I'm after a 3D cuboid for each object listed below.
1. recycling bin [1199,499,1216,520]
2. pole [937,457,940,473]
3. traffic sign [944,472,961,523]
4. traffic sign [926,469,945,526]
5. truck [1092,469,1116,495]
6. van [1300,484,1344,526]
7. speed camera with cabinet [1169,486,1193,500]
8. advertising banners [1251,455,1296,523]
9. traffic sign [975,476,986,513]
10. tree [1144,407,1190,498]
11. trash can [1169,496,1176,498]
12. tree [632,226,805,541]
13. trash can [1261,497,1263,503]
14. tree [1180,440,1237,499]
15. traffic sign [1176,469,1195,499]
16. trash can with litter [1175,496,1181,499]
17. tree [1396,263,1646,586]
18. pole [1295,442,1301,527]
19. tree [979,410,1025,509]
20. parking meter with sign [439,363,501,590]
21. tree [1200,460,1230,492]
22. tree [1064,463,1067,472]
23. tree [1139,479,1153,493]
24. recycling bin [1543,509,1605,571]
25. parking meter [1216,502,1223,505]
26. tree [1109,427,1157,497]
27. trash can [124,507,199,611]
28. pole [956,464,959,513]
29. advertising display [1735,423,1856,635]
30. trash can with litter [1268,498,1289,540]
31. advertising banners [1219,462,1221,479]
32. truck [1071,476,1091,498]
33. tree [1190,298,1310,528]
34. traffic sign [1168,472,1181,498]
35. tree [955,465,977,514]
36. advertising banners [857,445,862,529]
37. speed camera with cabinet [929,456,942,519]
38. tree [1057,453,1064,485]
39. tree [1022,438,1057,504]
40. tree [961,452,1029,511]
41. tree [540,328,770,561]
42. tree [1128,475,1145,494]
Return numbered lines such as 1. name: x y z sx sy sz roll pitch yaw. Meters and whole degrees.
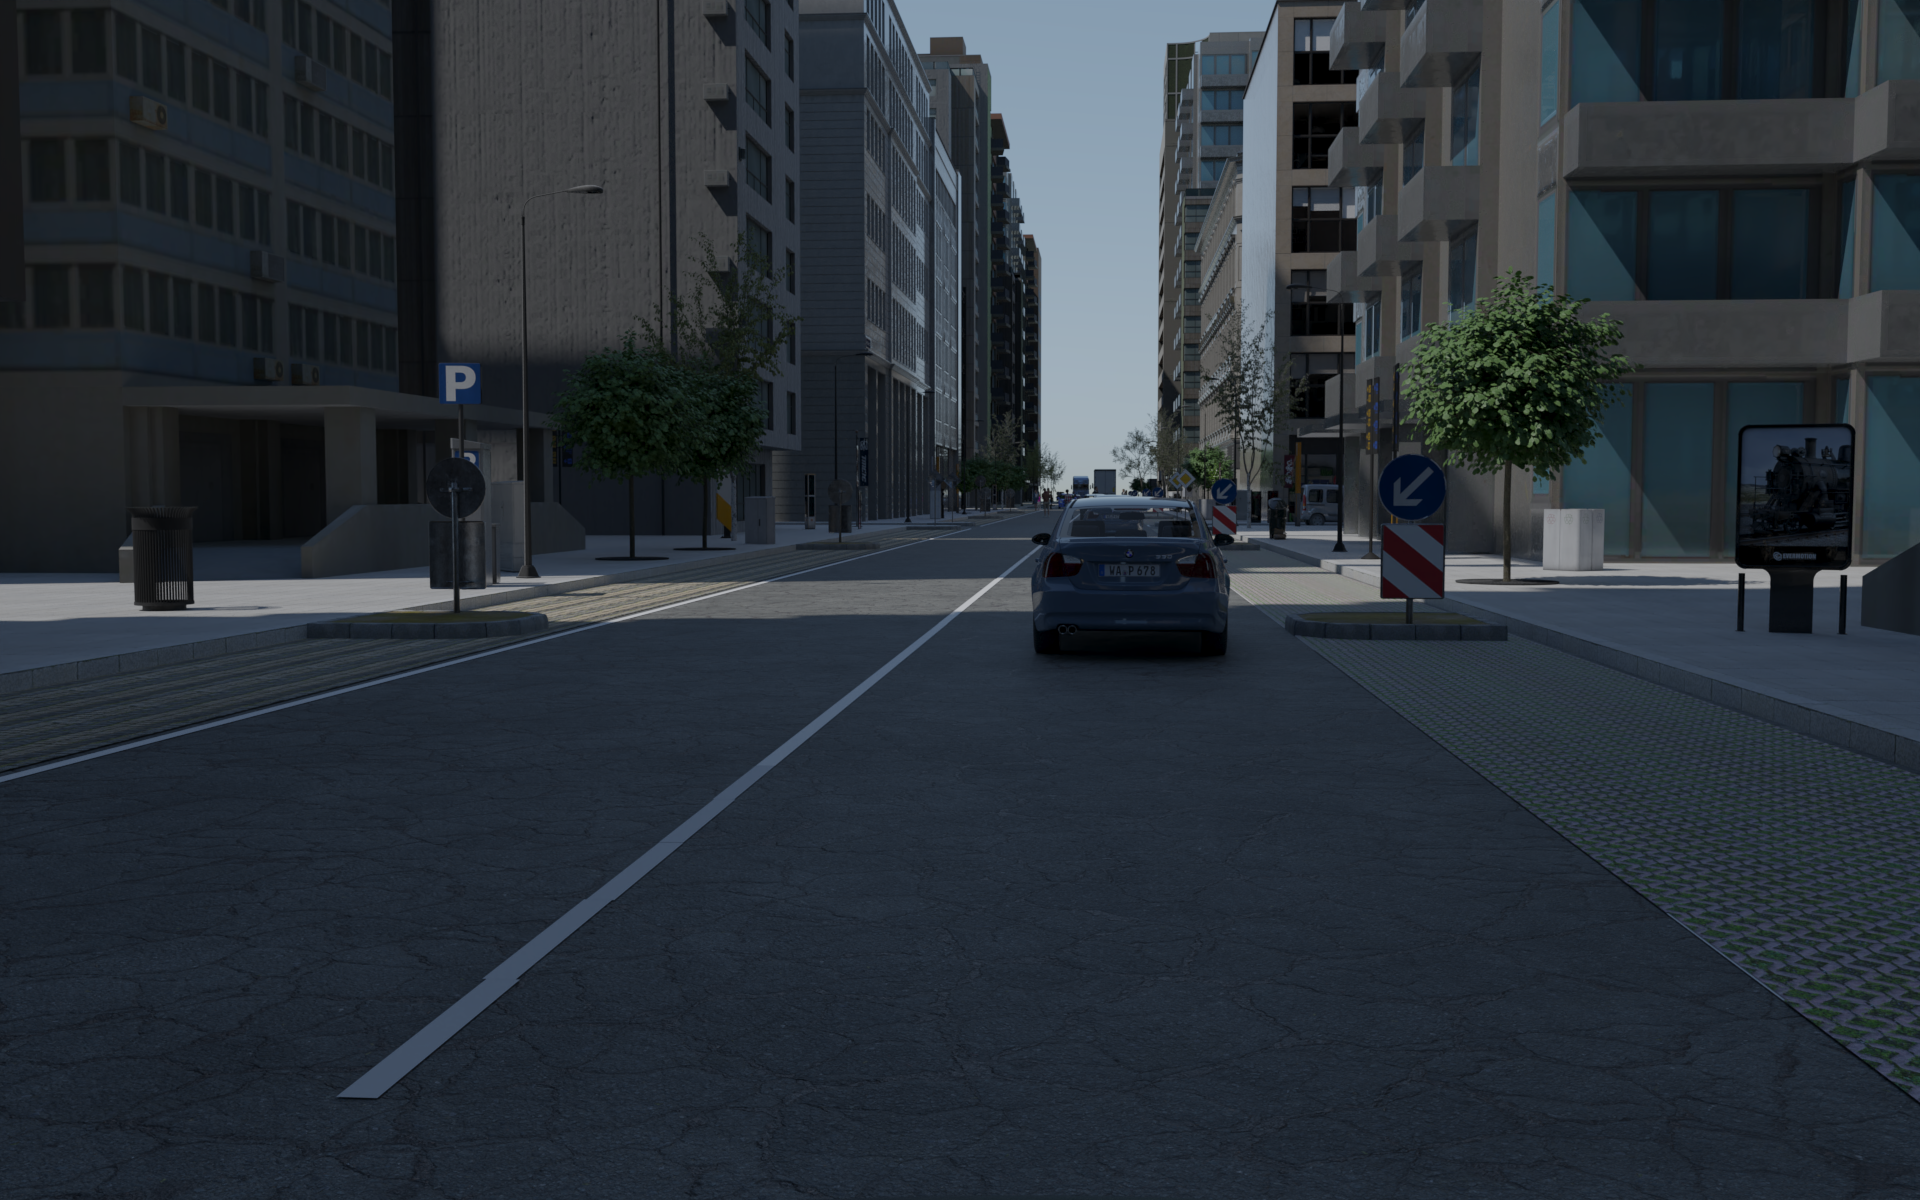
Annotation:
1. recycling bin: 12.317 -4.485 85.890 0.722 1.027 0.722 -1 4 -23
2. pole: -1.190 -6.154 94.456 0.158 3.312 0.155 0 3 0
3. traffic sign: -0.338 -4.547 77.986 0.795 2.450 0.064 0 4 5
4. traffic sign: -1.003 -4.060 70.028 0.795 2.450 0.064 0 4 5
5. truck: 16.632 -12.870 199.340 2.839 4.237 11.283 0 4 4
6. van: 16.339 -4.042 73.098 4.112 2.044 2.013 0 4 3
7. speed camera with cabinet: 19.047 -9.481 149.350 2.038 3.252 0.660 -2 4 -25
8. advertising banners: 13.864 -4.934 76.866 2.074 3.025 0.090 0 4 -4
9. traffic sign: 1.402 -7.321 119.810 0.768 2.556 0.104 1 4 10
10. tree: 17.454 -11.925 145.340 4.360 8.622 3.978 0 3 0
11. trash can: 16.024 -7.251 130.201 0.748 1.137 0.748 0 3 0
12. tree: -6.415 -5.919 47.132 4.737 8.622 4.395 0 3 0
13. trash can: 13.474 -4.130 79.174 0.748 1.137 0.748 0 3 0
14. tree: 15.008 -7.403 104.758 4.285 4.588 4.351 0 3 0
15. traffic sign: 9.004 -4.008 69.174 0.795 2.450 0.064 0 4 5
16. trash can with litter: 15.697 -6.999 125.814 0.624 1.170 1.055 -1 4 -16
17. tree: 7.975 -2.516 24.843 4.285 4.588 4.351 0 3 0
18. pole: 13.349 -4.559 68.381 0.158 3.312 0.155 0 3 0
19. tree: 3.679 -12.276 151.073 4.360 8.622 3.978 0 3 0
20. parking meter with sign: -6.724 -1.694 23.950 0.543 3.016 1.738 0 4 -5
21. tree: 14.376 -6.331 98.116 1.663 3.219 1.824 0 3 0
22. tree: 15.595 -20.764 289.849 4.737 8.622 4.395 0 3 0
23. tree: 23.691 -13.728 219.046 1.663 3.219 1.824 0 3 0
24. recycling bin: 10.324 -1.014 29.140 0.722 1.027 0.722 -2 4 -34
25. parking meter: 11.779 -4.463 78.686 0.399 1.863 0.255 1 4 10
26. tree: 25.054 -18.609 238.670 8.767 10.594 7.601 -3 5 -40
27. trash can: -8.816 -0.459 19.163 0.748 1.137 0.748 0 3 0
28. pole: -0.172 -7.534 117.027 0.158 3.312 0.155 0 3 0
29. advertising display: 7.678 -0.657 15.958 0.974 1.923 0.123 2 4 24
30. trash can with litter: 9.069 -2.300 48.990 0.624 1.170 1.055 0 4 0
31. advertising banners: 14.035 -6.007 94.408 0.090 3.025 2.074 1 4 18
32. truck: 18.164 -16.679 262.465 2.967 4.110 18.799 0 4 3
33. tree: 10.881 -6.995 64.729 4.360 8.622 3.978 0 3 0
34. traffic sign: 9.670 -4.495 77.131 0.795 2.450 0.064 0 4 5
35. tree: 0.376 -7.337 114.555 1.663 3.219 1.824 0 3 0
36. advertising banners: -3.682 -4.099 63.205 0.090 3.025 2.074 0 4 1
37. speed camera with cabinet: -1.259 -5.819 89.476 0.660 3.252 2.038 0 4 0
38. tree: 11.671 -18.053 245.528 4.737 8.622 4.395 0 3 0
39. tree: 9.618 -16.968 227.792 4.737 8.622 4.395 0 3 0
40. tree: 3.015 -9.951 146.419 4.285 4.588 4.351 0 3 0
41. tree: -6.509 -3.068 33.873 4.285 4.588 4.351 0 3 0
42. tree: 30.284 -18.949 293.524 4.285 4.588 4.351 0 3 0
